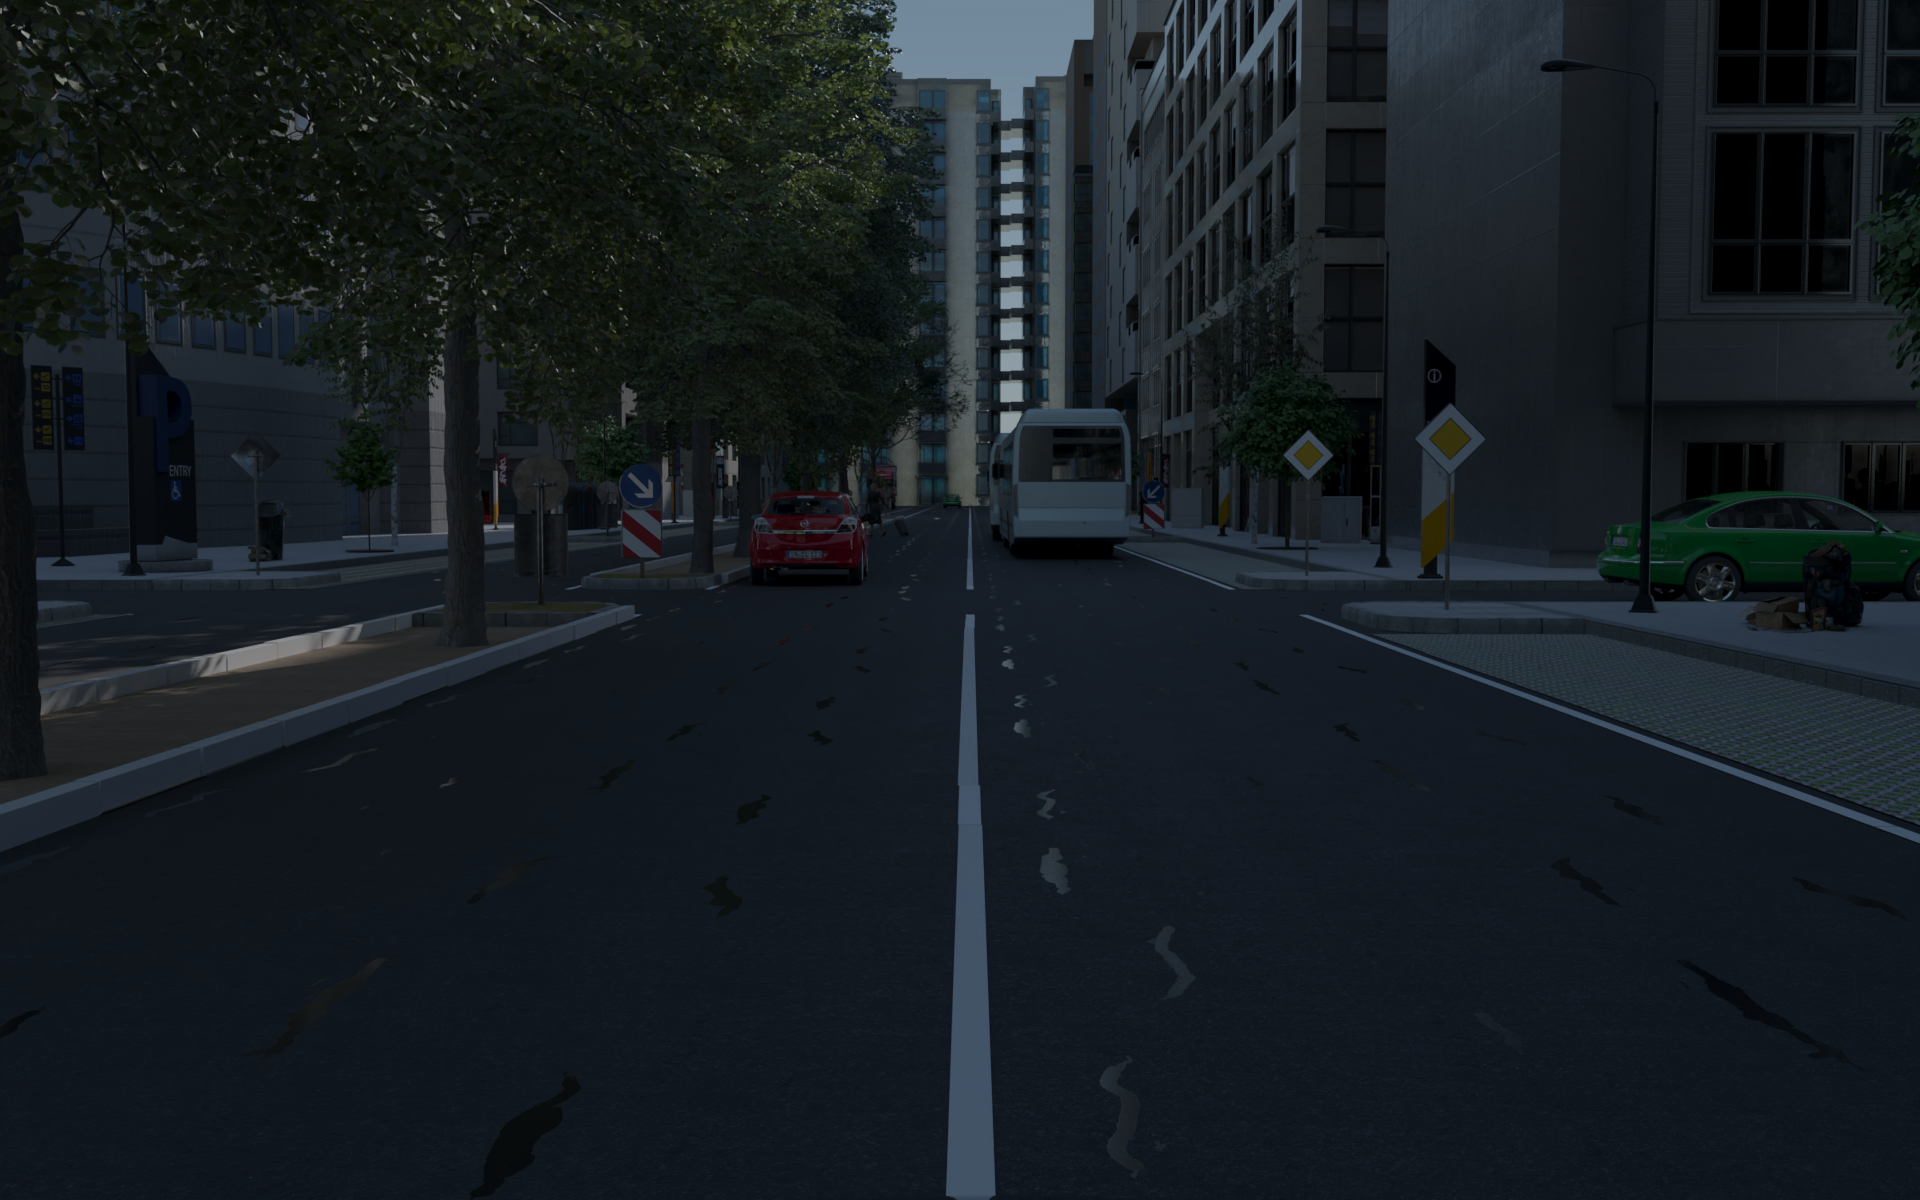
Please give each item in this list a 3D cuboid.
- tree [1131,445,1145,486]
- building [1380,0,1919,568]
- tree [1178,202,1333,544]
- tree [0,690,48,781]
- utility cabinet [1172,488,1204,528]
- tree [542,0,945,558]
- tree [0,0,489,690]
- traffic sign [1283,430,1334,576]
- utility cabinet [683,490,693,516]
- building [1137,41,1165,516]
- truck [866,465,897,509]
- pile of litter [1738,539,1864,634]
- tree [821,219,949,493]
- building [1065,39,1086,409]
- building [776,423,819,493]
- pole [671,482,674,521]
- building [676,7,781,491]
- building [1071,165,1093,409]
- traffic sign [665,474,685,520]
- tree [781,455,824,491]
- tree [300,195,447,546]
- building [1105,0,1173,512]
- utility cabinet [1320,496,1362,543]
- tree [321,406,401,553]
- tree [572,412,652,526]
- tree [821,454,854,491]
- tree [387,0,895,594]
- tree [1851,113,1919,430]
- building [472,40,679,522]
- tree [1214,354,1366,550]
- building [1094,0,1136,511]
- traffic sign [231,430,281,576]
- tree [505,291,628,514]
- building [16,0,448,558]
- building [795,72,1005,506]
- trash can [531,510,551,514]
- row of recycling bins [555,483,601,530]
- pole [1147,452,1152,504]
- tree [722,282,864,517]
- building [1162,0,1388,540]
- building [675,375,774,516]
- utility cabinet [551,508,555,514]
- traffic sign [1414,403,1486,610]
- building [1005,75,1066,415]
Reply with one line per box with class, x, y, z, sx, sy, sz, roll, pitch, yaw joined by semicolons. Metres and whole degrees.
tree;8.033;-6.581;91.314;4.285;4.588;4.351;0;3;0
building;25.137;-13.176;34.491;30.058;24.678;14.314;0;4;0
tree;7.578;-5.758;44.498;4.360;8.622;3.978;0;3;0
tree;-4.956;-5.395;8.791;7.486;12.596;7.792;0;3;0
utility cabinet;8.530;-3.433;64.812;1.173;1.500;0.318;2;4;27
tree;-4.782;-7.931;38.790;9.857;13.997;8.962;0;3;0
tree;-4.771;-5.858;16.362;7.486;12.596;7.792;0;3;0
traffic sign;5.437;-1.435;27.111;0.795;2.450;0.064;0;4;0
utility cabinet;-15.286;-5.481;98.296;0.318;1.500;1.173;-3;5;-40
building;16.440;-16.738;91.682;12.078;24.808;19.932;0;4;0
truck;-7.470;-10.955;168.024;2.839;4.237;11.283;0;4;-1
pile of litter;8.075;-0.167;16.696;1.719;0.858;1.176;-3;4;-36
tree;-4.154;-8.151;61.480;9.928;11.665;9.643;0;3;0
building;17.522;-31.716;168.668;14.600;45.320;14.200;0;4;0
building;-30.051;-52.062;163.883;31.000;86.520;22.319;0;4;0
pole;-13.807;-5.475;83.357;0.158;3.312;0.155;0;3;0
building;-22.103;-29.851;138.167;14.600;45.320;14.200;0;4;0
building;16.795;-23.418;154.590;14.160;30.474;14.107;0;4;0
traffic sign;-12.733;-4.730;77.343;0.884;2.594;0.081;0;4;3
tree;-13.297;-10.140;149.501;4.285;4.588;4.351;0;3;0
tree;-14.117;-5.657;42.862;4.737;8.622;4.395;0;3;0
building;24.482;-32.397;118.929;28.713;52.752;27.495;0;4;0
utility cabinet;9.957;-2.085;45.245;1.020;1.237;0.306;2;4;28
tree;-13.158;-2.660;38.098;1.663;3.219;1.824;0;3;0
tree;-14.006;-5.246;69.482;4.285;4.588;4.351;0;3;0
tree;-12.480;-14.057;180.195;4.360;8.622;3.978;0;3;0
tree;-4.460;-6.650;29.307;7.486;12.596;7.792;0;3;0
tree;7.716;-1.702;11.540;4.285;4.588;4.351;0;3;0
building;-21.815;-19.053;83.217;14.160;30.474;14.107;0;4;0
tree;7.695;-3.459;40.275;4.285;4.588;4.351;0;3;0
building;18.124;-29.963;140.001;14.600;45.320;14.200;0;4;0
traffic sign;-11.057;-1.442;27.227;0.795;2.450;0.064;0;4;0
tree;-13.450;-6.617;58.555;4.737;8.622;4.395;0;3;0
building;-27.713;-30.738;44.563;21.231;58.520;28.212;0;4;0
building;-9.487;-35.466;199.483;30.456;49.044;23.786;0;4;0
trash can;-13.266;-2.642;54.855;0.748;1.137;0.748;0;3;0
row of recycling bins;-13.830;-3.396;62.643;1.069;1.692;3.534;0;4;5
pole;9.096;-5.468;83.251;0.158;3.312;0.155;0;3;0
tree;-4.996;-5.728;46.471;4.737;8.622;4.395;0;3;0
building;19.090;-15.906;64.581;19.350;26.468;34.151;0;4;0
building;-28.130;-16.659;117.419;27.650;21.520;28.899;0;4;0
utility cabinet;-16.883;-3.811;73.473;0.306;1.237;1.020;3;5;41
traffic sign;5.390;-0.947;19.126;0.795;2.450;0.064;0;4;0
building;20.961;-35.386;198.164;30.456;49.044;23.786;0;4;0
